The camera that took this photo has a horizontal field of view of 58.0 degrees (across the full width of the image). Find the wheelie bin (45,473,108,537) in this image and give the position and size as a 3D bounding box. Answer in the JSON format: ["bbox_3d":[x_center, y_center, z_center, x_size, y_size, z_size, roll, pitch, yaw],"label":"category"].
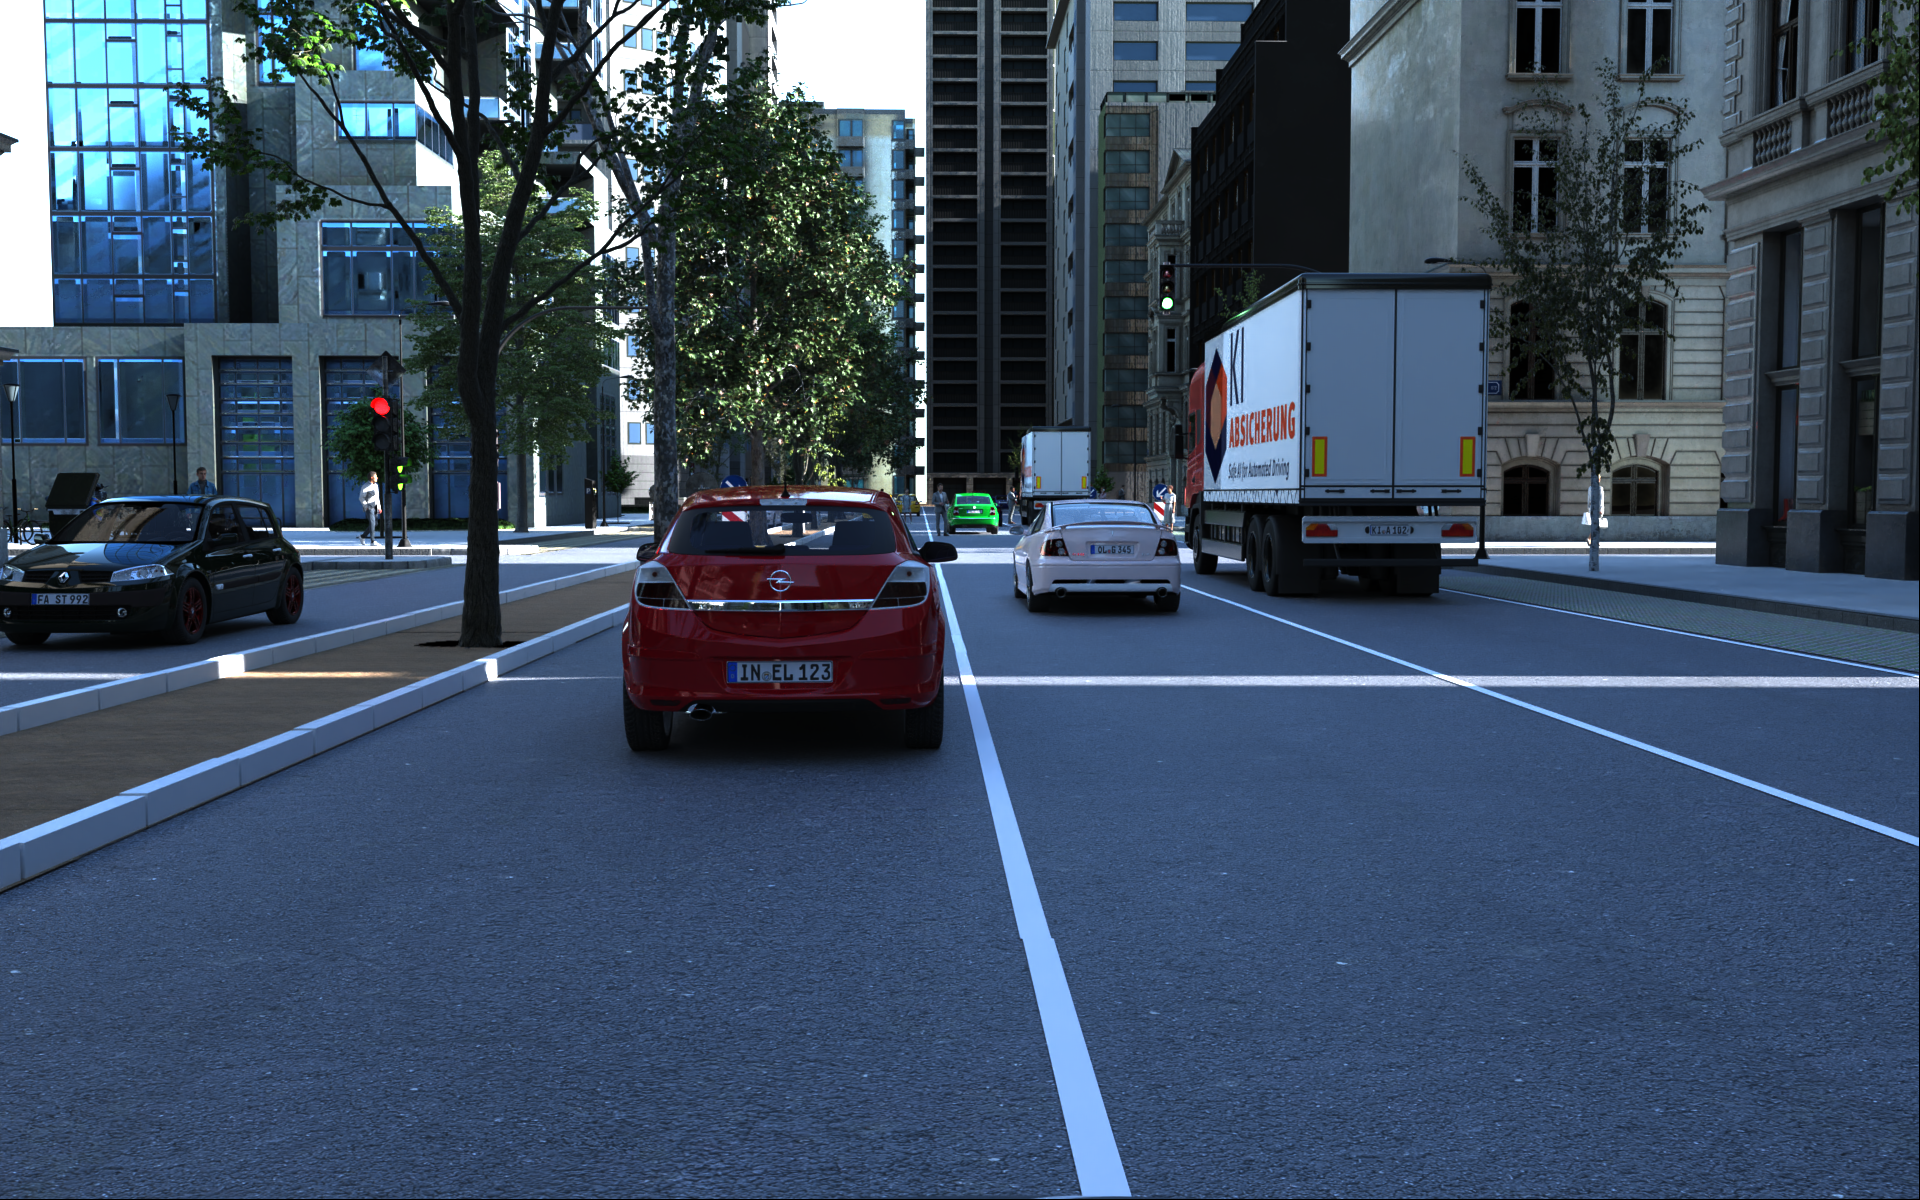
[{"bbox_3d":[-12.965,-1.074,25.469,0.980,1.594,0.693,0,4,5],"label":"wheelie bin"}]

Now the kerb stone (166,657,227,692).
[{"bbox_3d":[-5.761,0.567,12.945,0.120,0.150,1.000,0,4,-1],"label":"kerb stone"}]

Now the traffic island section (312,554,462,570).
[{"bbox_3d":[-11.252,-0.722,34.078,2.009,0.180,2.903,0,4,-1],"label":"traffic island section"}]

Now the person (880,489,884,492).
[{"bbox_3d":[-6.291,-8.100,140.558,0.705,1.869,1.348,0,4,8],"label":"person"}]

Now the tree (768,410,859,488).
[{"bbox_3d":[-6.413,-7.686,78.488,4.360,8.622,3.978,0,3,0],"label":"tree"}]

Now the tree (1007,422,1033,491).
[{"bbox_3d":[6.960,-13.787,175.778,4.737,8.622,4.395,0,3,0],"label":"tree"}]

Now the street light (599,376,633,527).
[{"bbox_3d":[-13.437,-5.831,67.870,1.470,5.913,1.316,0,4,-1],"label":"street light"}]

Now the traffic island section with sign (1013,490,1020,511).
[{"bbox_3d":[5.168,-9.943,171.191,1.989,1.847,2.006,0,4,-1],"label":"traffic island section with sign"}]

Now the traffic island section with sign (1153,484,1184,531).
[{"bbox_3d":[7.613,-3.592,67.359,1.989,1.847,2.006,0,4,-1],"label":"traffic island section with sign"}]

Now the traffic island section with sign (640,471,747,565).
[{"bbox_3d":[-5.219,-1.610,34.453,2.006,1.907,1.989,0,4,-1],"label":"traffic island section with sign"}]

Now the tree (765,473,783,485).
[{"bbox_3d":[-16.772,-9.950,157.278,1.663,3.219,1.824,0,3,0],"label":"tree"}]

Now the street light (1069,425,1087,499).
[{"bbox_3d":[7.981,-8.821,116.761,1.470,5.913,1.316,0,4,-1],"label":"street light"}]

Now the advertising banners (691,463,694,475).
[{"bbox_3d":[-14.683,-6.216,97.824,0.090,3.025,2.074,2,4,29],"label":"advertising banners"}]

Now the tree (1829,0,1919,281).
[{"bbox_3d":[11.068,-4.136,17.978,4.737,8.622,4.395,0,3,0],"label":"tree"}]

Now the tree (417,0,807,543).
[{"bbox_3d":[-6.017,-10.403,28.433,12.611,20.169,13.585,0,3,0],"label":"tree"}]

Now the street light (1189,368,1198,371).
[{"bbox_3d":[9.155,-5.596,64.044,1.470,5.913,1.316,0,4,-1],"label":"street light"}]

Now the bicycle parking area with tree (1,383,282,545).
[{"bbox_3d":[-23.655,-3.693,47.377,9.016,4.147,8.231,3,4,36],"label":"bicycle parking area with tree"}]

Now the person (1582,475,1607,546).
[{"bbox_3d":[15.466,-2.194,42.266,0.624,1.780,0.694,-1,4,-11],"label":"person"}]

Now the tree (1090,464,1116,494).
[{"bbox_3d":[8.730,-6.912,107.609,1.663,3.219,1.824,0,3,0],"label":"tree"}]

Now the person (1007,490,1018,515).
[{"bbox_3d":[3.557,-6.614,117.316,0.731,1.740,0.598,0,4,-5],"label":"person"}]

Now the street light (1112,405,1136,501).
[{"bbox_3d":[8.574,-7.192,90.130,1.470,5.913,1.316,0,4,-1],"label":"street light"}]

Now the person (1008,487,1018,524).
[{"bbox_3d":[2.554,-4.595,83.815,0.466,1.800,0.511,1,4,10],"label":"person"}]

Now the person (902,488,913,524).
[{"bbox_3d":[-2.521,-4.434,81.993,0.512,1.701,0.522,-1,4,-23],"label":"person"}]

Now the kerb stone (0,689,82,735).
[{"bbox_3d":[-5.721,0.691,10.901,0.120,0.150,1.000,0,4,-1],"label":"kerb stone"}]

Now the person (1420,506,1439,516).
[{"bbox_3d":[12.430,-2.320,45.783,0.330,1.601,0.589,-3,4,-36],"label":"person"}]

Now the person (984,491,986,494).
[{"bbox_3d":[2.657,-10.521,181.338,1.217,1.723,0.721,-1,4,-17],"label":"person"}]

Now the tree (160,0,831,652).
[{"bbox_3d":[-4.378,-5.356,15.778,9.928,11.665,9.643,0,3,0],"label":"tree"}]

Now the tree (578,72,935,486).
[{"bbox_3d":[-5.473,-7.777,46.624,9.611,12.733,9.660,0,3,0],"label":"tree"}]

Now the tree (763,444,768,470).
[{"bbox_3d":[-17.466,-13.183,165.912,4.360,8.622,3.978,0,3,0],"label":"tree"}]

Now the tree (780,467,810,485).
[{"bbox_3d":[-17.009,-11.975,179.510,4.285,4.588,4.351,0,3,0],"label":"tree"}]

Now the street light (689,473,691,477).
[{"bbox_3d":[-14.108,-7.426,93.954,1.470,5.913,1.316,0,4,-1],"label":"street light"}]

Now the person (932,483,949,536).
[{"bbox_3d":[-0.624,-3.079,59.035,0.606,1.804,0.583,-2,4,-31],"label":"person"}]

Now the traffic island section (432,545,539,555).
[{"bbox_3d":[-11.440,-1.210,42.060,2.009,0.180,2.903,0,4,-1],"label":"traffic island section"}]

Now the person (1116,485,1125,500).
[{"bbox_3d":[9.779,-6.039,104.744,0.822,1.834,0.622,1,4,14],"label":"person"}]

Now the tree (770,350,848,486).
[{"bbox_3d":[-5.805,-6.801,64.015,4.737,8.622,4.395,0,3,0],"label":"tree"}]

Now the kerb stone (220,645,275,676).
[{"bbox_3d":[-5.792,0.503,13.966,0.120,0.150,1.000,0,4,-1],"label":"kerb stone"}]

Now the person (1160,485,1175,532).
[{"bbox_3d":[7.507,-3.270,62.540,0.480,1.755,0.524,2,4,27],"label":"person"}]

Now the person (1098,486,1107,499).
[{"bbox_3d":[6.026,-3.886,72.623,0.643,1.750,0.593,-1,4,-14],"label":"person"}]

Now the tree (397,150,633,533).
[{"bbox_3d":[-14.821,-8.550,57.921,7.486,12.596,7.792,0,3,0],"label":"tree"}]

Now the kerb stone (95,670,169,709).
[{"bbox_3d":[-5.743,0.628,11.923,0.120,0.150,1.000,0,4,-1],"label":"kerb stone"}]

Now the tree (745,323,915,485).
[{"bbox_3d":[-5.932,-8.187,70.734,8.767,10.594,7.601,0,4,-1],"label":"tree"}]

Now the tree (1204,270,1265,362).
[{"bbox_3d":[9.981,-6.489,56.453,4.737,8.622,4.395,0,3,0],"label":"tree"}]

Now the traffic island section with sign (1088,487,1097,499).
[{"bbox_3d":[6.968,-5.266,94.722,1.989,1.847,2.006,0,4,-1],"label":"traffic island section with sign"}]

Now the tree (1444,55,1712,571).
[{"bbox_3d":[10.327,-4.785,28.595,4.360,8.622,3.978,0,3,0],"label":"tree"}]

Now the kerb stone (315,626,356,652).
[{"bbox_3d":[-5.834,0.378,16.010,0.120,0.150,1.000,0,4,-1],"label":"kerb stone"}]

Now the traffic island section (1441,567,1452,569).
[{"bbox_3d":[8.384,-0.749,34.534,2.009,0.180,2.903,0,4,-1],"label":"traffic island section"}]

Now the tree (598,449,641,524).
[{"bbox_3d":[-14.909,-4.908,74.851,1.663,3.219,1.824,0,3,0],"label":"tree"}]

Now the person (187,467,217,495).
[{"bbox_3d":[-14.151,-1.588,32.354,0.601,1.785,0.444,-2,4,-27],"label":"person"}]

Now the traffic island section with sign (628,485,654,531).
[{"bbox_3d":[-11.700,-3.564,66.894,1.989,1.847,2.006,0,4,-1],"label":"traffic island section with sign"}]

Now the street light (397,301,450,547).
[{"bbox_3d":[-12.913,-4.235,41.782,1.470,5.913,1.316,0,4,-1],"label":"street light"}]

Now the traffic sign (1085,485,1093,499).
[{"bbox_3d":[8.382,-7.049,115.253,0.884,2.594,0.081,0,4,8],"label":"traffic sign"}]

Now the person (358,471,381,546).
[{"bbox_3d":[-14.618,-2.257,42.791,0.795,1.843,0.661,1,4,18],"label":"person"}]

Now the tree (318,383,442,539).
[{"bbox_3d":[-16.980,-4.085,50.498,4.285,4.588,4.351,0,3,0],"label":"tree"}]

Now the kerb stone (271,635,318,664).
[{"bbox_3d":[-5.816,0.441,14.988,0.120,0.150,1.000,0,4,-1],"label":"kerb stone"}]

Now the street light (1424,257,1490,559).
[{"bbox_3d":[9.802,-3.768,34.141,1.470,5.913,1.316,0,4,-1],"label":"street light"}]

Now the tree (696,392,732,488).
[{"bbox_3d":[-15.095,-9.273,101.981,4.360,8.622,3.978,0,3,0],"label":"tree"}]
